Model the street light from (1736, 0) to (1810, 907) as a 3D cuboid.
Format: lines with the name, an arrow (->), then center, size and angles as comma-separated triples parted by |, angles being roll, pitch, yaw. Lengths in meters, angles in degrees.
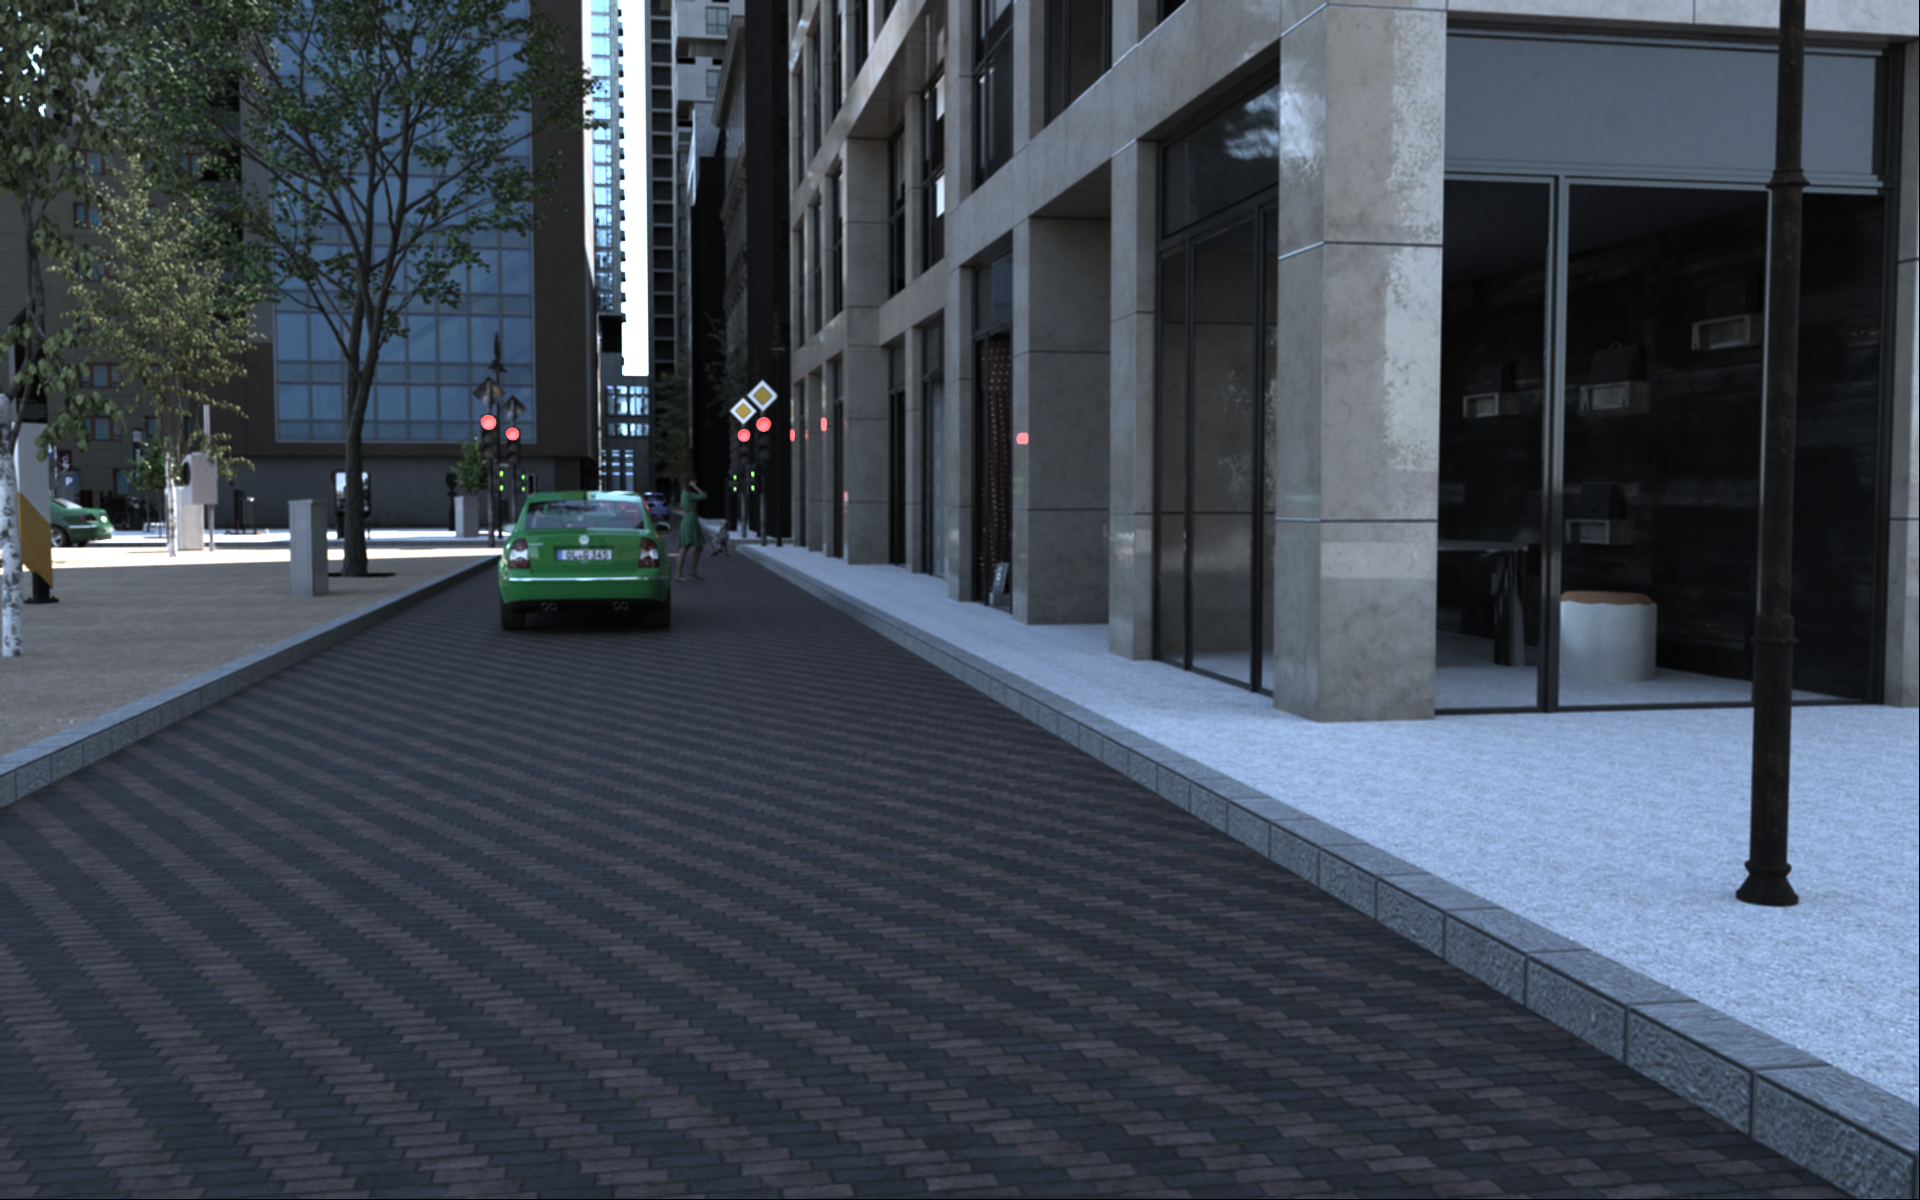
street light -> 2.551, -1.988, 5.294 | 0.468, 5.910, 1.993 | -1, 4, -10

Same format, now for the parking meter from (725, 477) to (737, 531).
parking meter -> -7.960, -3.337, 60.265 | 0.255, 1.863, 0.399 | 3, 4, 36

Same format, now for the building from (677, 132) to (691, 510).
building -> -16.089, -22.674, 142.423 | 14.160, 30.474, 14.107 | -1, 4, -10

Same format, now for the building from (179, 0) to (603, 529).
building -> -22.006, -25.638, 69.297 | 14.600, 45.320, 14.200 | -1, 4, -10

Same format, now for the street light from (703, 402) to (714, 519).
street light -> -12.665, -7.005, 87.325 | 0.468, 5.910, 1.993 | -1, 4, -10

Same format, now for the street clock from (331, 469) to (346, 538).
street clock -> -18.013, -2.801, 50.366 | 0.471, 2.002, 0.358 | 1, 4, 19

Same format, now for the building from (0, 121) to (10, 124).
building -> -111.250, -33.621, 199.808 | 14.200, 45.320, 14.600 | -1, 4, -10

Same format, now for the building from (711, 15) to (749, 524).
building -> -5.367, -15.322, 79.401 | 11.050, 23.489, 19.941 | -1, 4, -10

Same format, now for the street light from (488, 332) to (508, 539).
street light -> -13.169, -4.688, 49.437 | 0.468, 5.910, 1.993 | -1, 4, -10

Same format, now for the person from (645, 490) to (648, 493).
person -> -27.766, -8.865, 153.435 | 0.705, 1.826, 1.348 | 2, 4, 24

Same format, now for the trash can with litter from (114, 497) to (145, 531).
trash can with litter -> -28.972, -2.994, 60.332 | 1.055, 1.170, 0.624 | 0, 4, 4

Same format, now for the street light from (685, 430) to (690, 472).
street light -> -19.487, -9.255, 124.106 | 0.468, 5.910, 1.993 | -1, 4, -10

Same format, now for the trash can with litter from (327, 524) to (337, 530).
trash can with litter -> -22.264, -3.124, 62.138 | 1.678, 1.210, 2.233 | -1, 4, -9

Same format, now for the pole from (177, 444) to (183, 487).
pole -> -31.553, -4.668, 70.168 | 0.158, 3.312, 0.155 | 0, 3, 0

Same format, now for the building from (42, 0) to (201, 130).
building -> -94.227, -46.896, 204.998 | 20.611, 71.187, 20.563 | -1, 4, -10

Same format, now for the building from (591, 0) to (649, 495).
building -> -54.258, -54.988, 211.731 | 31.000, 86.520, 22.319 | -1, 4, -10

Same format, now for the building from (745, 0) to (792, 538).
building -> 1.303, -13.899, 56.927 | 15.834, 23.373, 12.332 | -1, 4, -10

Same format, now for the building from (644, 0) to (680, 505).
building -> -28.852, -47.612, 216.716 | 20.611, 71.187, 20.563 | -1, 4, -10

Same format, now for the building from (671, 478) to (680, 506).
building -> -15.475, -30.471, 190.089 | 32.217, 40.220, 23.993 | -1, 4, -10

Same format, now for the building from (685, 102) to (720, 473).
building -> -11.864, -18.198, 115.558 | 12.078, 24.808, 19.932 | -1, 4, -10

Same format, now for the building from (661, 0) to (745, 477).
building -> -13.306, -35.152, 163.974 | 28.713, 52.752, 27.495 | -1, 4, -10

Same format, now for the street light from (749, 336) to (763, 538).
street light -> -5.931, -4.779, 50.924 | 0.468, 5.910, 1.993 | -1, 4, -10

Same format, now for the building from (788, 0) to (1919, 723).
building -> 8.350, -13.628, 27.339 | 19.350, 26.468, 34.151 | -1, 4, -10

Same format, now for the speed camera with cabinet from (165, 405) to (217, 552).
speed camera with cabinet -> -17.243, -2.719, 38.794 | 0.660, 3.252, 2.038 | -3, 5, -40

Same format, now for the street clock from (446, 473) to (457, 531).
street clock -> -17.600, -3.391, 60.011 | 0.358, 2.002, 0.471 | -3, 5, -39

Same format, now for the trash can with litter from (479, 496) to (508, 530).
trash can with litter -> -16.886, -3.127, 62.183 | 2.233, 1.210, 1.678 | -1, 4, -11

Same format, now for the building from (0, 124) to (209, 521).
building -> -36.093, -15.436, 97.414 | 27.650, 21.520, 28.899 | -1, 4, -10

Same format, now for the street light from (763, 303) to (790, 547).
street light -> -4.411, -4.240, 42.116 | 0.468, 5.910, 1.993 | -1, 4, -10

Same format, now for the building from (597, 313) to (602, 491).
building -> -52.829, -20.639, 182.488 | 28.899, 21.520, 27.650 | -1, 4, -10

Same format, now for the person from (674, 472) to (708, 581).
person -> -4.475, -1.214, 28.594 | 0.529, 1.795, 0.600 | -2, 4, -25

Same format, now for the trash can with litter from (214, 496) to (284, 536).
trash can with litter -> -22.426, -2.639, 54.212 | 2.233, 1.210, 1.678 | 2, 4, 29

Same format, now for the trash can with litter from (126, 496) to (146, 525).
trash can with litter -> -34.827, -3.726, 71.984 | 1.678, 1.210, 2.233 | 3, 5, 41

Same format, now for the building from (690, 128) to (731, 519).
building -> -8.739, -16.413, 98.026 | 12.332, 23.373, 15.834 | -1, 4, -10

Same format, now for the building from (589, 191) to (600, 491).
building -> -40.234, -23.580, 157.238 | 14.160, 30.474, 14.107 | -1, 4, -10
